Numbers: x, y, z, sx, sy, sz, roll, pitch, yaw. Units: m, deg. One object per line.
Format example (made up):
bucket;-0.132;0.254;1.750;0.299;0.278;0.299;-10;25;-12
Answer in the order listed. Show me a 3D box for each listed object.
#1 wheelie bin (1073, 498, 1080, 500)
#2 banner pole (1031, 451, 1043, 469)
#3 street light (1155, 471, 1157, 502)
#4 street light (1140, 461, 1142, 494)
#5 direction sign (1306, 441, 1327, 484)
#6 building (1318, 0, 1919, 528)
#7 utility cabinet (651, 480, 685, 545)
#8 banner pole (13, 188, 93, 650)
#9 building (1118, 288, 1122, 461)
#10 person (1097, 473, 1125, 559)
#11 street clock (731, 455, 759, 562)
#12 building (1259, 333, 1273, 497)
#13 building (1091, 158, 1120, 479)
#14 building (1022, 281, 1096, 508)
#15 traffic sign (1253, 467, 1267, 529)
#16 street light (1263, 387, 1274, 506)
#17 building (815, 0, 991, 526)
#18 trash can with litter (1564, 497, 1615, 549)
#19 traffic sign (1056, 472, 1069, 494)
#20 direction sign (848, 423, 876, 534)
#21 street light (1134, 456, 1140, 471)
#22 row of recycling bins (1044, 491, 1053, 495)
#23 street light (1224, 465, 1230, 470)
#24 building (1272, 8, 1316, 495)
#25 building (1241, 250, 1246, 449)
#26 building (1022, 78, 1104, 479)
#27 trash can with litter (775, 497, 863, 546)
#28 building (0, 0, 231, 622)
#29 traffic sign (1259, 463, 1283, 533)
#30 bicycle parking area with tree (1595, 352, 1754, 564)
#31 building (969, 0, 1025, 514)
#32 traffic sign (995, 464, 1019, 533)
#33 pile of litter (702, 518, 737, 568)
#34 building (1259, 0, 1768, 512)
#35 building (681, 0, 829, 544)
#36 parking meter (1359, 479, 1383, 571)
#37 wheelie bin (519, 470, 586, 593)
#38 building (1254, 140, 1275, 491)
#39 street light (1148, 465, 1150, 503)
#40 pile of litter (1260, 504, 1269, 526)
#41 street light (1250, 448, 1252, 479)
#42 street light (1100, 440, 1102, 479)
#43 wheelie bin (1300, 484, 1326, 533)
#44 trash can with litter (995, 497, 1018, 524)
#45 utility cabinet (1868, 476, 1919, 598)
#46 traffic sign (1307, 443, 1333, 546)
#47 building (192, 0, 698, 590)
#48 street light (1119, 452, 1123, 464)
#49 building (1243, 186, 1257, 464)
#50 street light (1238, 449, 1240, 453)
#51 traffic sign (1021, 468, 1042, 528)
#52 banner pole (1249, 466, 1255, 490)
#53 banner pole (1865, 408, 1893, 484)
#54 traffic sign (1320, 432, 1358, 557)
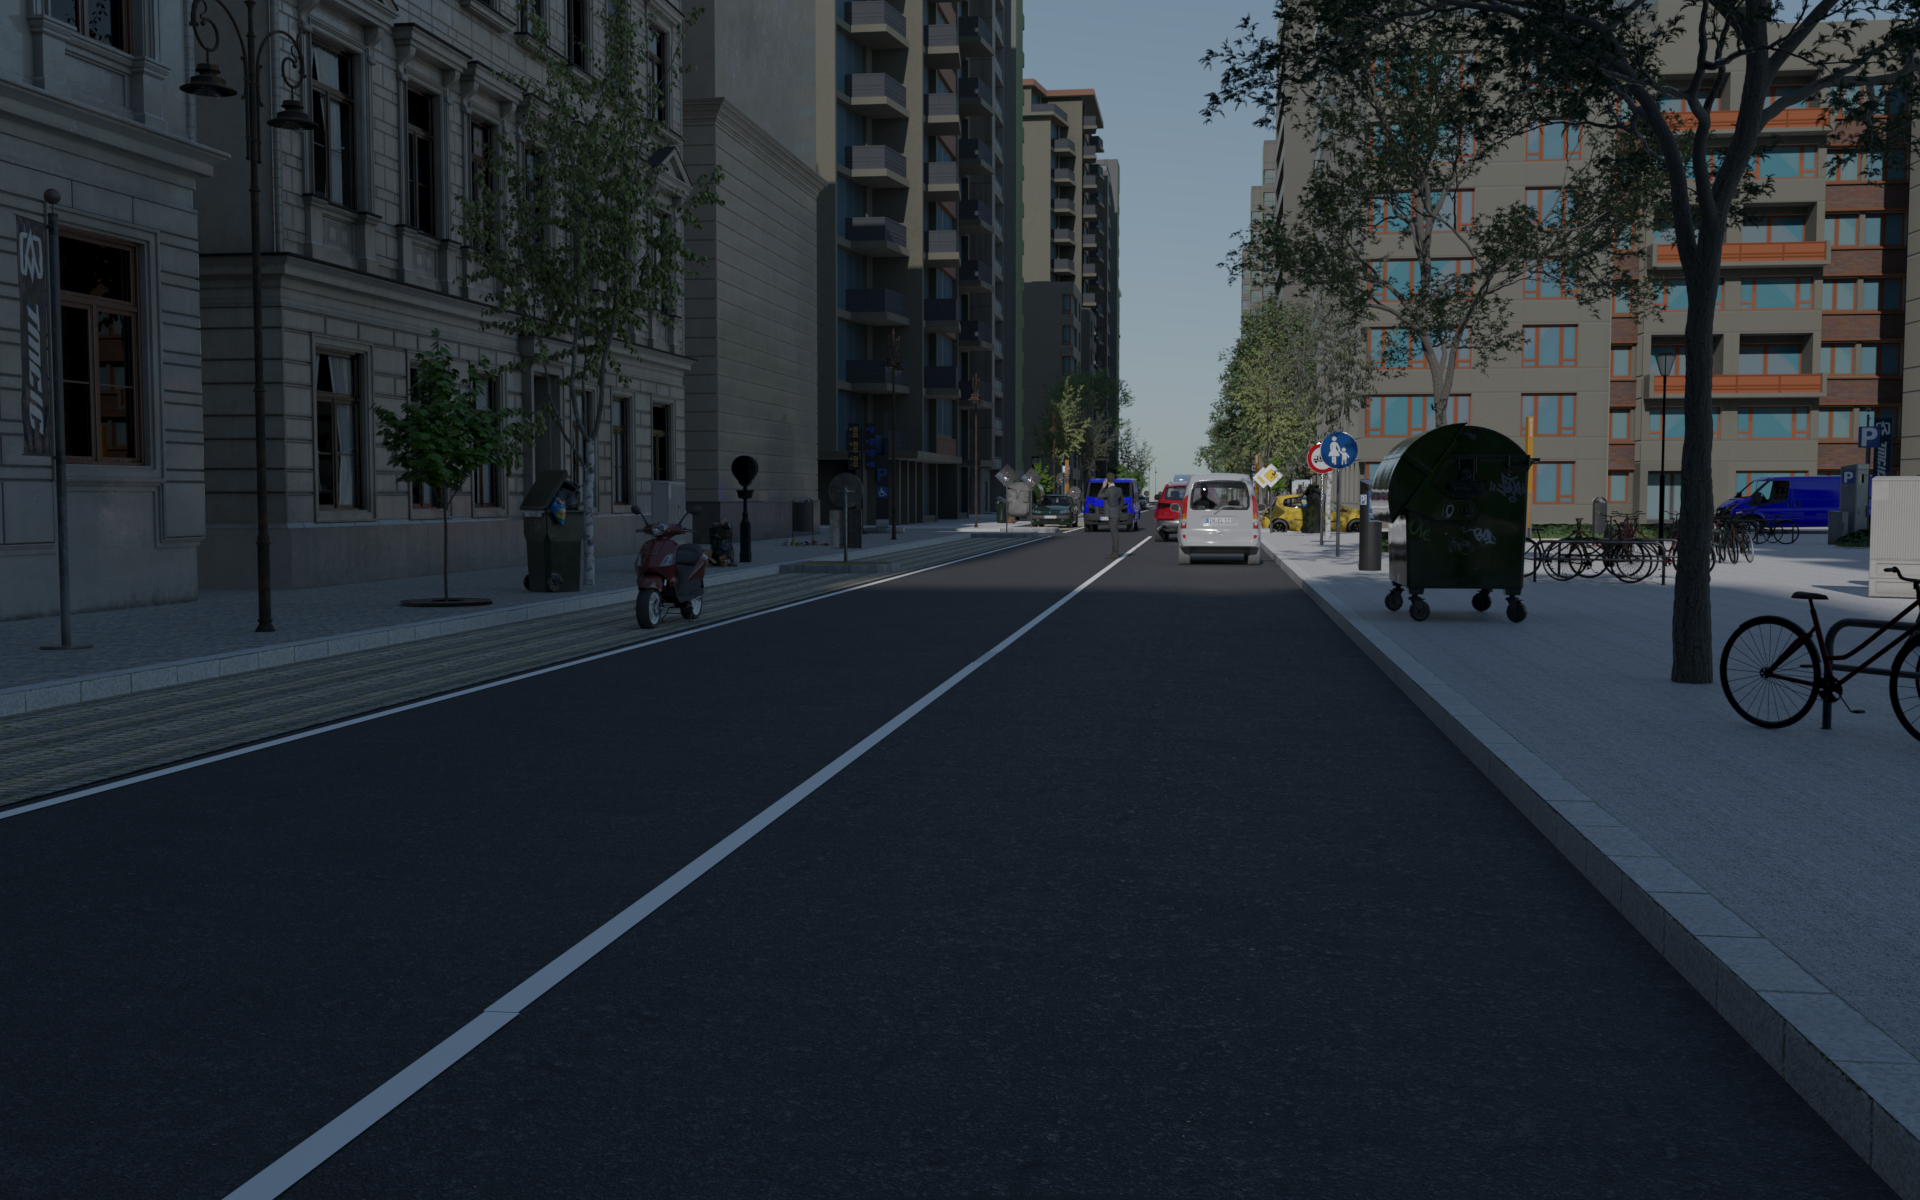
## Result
wheelie bin;8.481;-7.314;127.492;0.693;1.594;0.980;1;4;8
banner pole;4.548;-6.774;100.766;0.863;3.779;0.401;0;4;8
street light;32.567;-19.290;288.184;0.468;5.910;1.993;1;4;8
street light;23.411;-15.382;224.287;0.468;5.910;1.993;1;4;8
direction sign;15.205;-5.009;73.894;0.876;3.537;0.379;0;4;2
building;31.223;-14.113;75.792;28.899;21.520;27.650;1;4;8
utility cabinet;-4.804;-1.220;28.620;0.318;1.500;1.173;0;4;4
banner pole;-7.426;-1.471;14.071;0.401;3.779;0.863;0;4;-3
building;13.900;-36.490;288.490;32.217;40.220;23.993;1;4;8
person;3.328;-1.863;38.327;0.474;1.900;0.648;2;4;28
street clock;-4.031;-1.708;32.502;0.471;2.002;0.358;0;4;8
building;45.226;-20.515;180.464;27.650;21.520;28.899;1;4;8
building;11.560;-31.978;206.426;14.154;41.232;14.086;1;4;8
building;-2.424;-19.095;157.237;27.650;21.520;28.899;1;4;8
traffic sign;11.251;-3.709;64.289;0.795;2.450;0.064;1;4;8
street light;13.151;-6.194;74.067;0.468;5.910;1.993;1;4;8
building;-10.219;-26.221;83.344;22.147;44.769;28.867;1;4;8
trash can with litter;14.917;-1.847;41.251;2.233;1.210;1.678;-3;4;-38
traffic sign;5.976;-6.176;101.086;0.768;2.556;0.104;1;4;12
direction sign;-3.133;-3.878;55.407;0.876;3.537;0.379;0;4;-8
street light;20.806;-14.250;205.777;0.468;5.910;1.993;1;4;8
row of recycling bins;5.532;-7.798;134.607;3.534;1.692;1.069;1;4;18
street light;35.903;-15.911;232.926;0.468;5.910;1.993;1;4;8
building;39.199;-32.450;154.259;21.300;48.544;21.600;1;4;8
building;53.695;-36.961;287.900;14.154;41.232;14.086;1;4;8
building;3.877;-32.479;185.656;22.147;44.769;28.867;1;4;8
trash can with litter;-3.527;-1.969;43.249;2.233;1.210;1.678;-1;4;-9
building;-15.401;-10.701;11.117;11.583;22.565;21.152;1;4;8
traffic sign;10.116;-3.226;56.384;0.795;2.450;0.064;1;4;8
bicycle parking area with tree;16.786;-2.898;34.389;8.231;4.147;9.016;2;4;33
building;-3.529;-26.245;112.702;14.154;41.232;14.086;1;4;8
traffic sign;1.562;-3.302;57.628;0.795;2.450;0.064;1;4;8
pile of litter;-4.506;-1.035;30.884;1.176;0.858;1.719;0;4;5
building;37.491;-26.206;120.345;32.217;40.220;23.993;1;4;8
building;-17.263;-15.499;50.668;25.104;27.353;12.463;1;4;8
parking meter;6.872;-1.258;28.985;0.372;1.533;0.369;0;3;0
wheelie bin;-5.360;-0.914;22.846;0.693;1.594;0.980;-3;5;-44
building;42.140;-31.705;201.974;14.154;41.232;14.086;1;4;8
street light;28.027;-17.352;256.487;0.468;5.910;1.993;1;4;8
pile of litter;12.494;-3.433;70.098;1.176;0.858;1.719;1;4;14
street light;17.745;-8.133;105.756;0.468;5.910;1.993;1;4;8
street light;11.572;-10.374;142.405;0.468;5.910;1.993;1;4;8
wheelie bin;11.588;-2.984;56.692;0.693;1.594;0.980;3;5;43
trash can with litter;2.053;-3.938;75.779;1.055;1.170;0.624;3;4;37
utility cabinet;11.782;-0.761;21.129;1.173;1.500;0.318;2;4;35
traffic sign;9.011;-2.629;43.097;0.768;2.556;0.104;1;4;9
building;-12.283;-10.246;32.157;10.561;19.102;19.286;1;4;8
street light;16.243;-12.312;174.083;0.468;5.910;1.993;1;4;8
building;45.600;-33.476;230.921;14.154;41.232;14.086;1;4;8
street light;23.841;-10.779;149.030;0.468;5.910;1.993;1;4;8
traffic sign;2.697;-3.785;65.532;0.795;2.450;0.064;1;4;8
banner pole;21.265;-8.321;126.065;0.863;3.779;0.401;1;4;9
banner pole;26.476;-3.674;50.090;0.863;3.779;0.401;2;4;31
traffic sign;7.742;-2.160;35.429;0.768;2.556;0.104;1;4;18
